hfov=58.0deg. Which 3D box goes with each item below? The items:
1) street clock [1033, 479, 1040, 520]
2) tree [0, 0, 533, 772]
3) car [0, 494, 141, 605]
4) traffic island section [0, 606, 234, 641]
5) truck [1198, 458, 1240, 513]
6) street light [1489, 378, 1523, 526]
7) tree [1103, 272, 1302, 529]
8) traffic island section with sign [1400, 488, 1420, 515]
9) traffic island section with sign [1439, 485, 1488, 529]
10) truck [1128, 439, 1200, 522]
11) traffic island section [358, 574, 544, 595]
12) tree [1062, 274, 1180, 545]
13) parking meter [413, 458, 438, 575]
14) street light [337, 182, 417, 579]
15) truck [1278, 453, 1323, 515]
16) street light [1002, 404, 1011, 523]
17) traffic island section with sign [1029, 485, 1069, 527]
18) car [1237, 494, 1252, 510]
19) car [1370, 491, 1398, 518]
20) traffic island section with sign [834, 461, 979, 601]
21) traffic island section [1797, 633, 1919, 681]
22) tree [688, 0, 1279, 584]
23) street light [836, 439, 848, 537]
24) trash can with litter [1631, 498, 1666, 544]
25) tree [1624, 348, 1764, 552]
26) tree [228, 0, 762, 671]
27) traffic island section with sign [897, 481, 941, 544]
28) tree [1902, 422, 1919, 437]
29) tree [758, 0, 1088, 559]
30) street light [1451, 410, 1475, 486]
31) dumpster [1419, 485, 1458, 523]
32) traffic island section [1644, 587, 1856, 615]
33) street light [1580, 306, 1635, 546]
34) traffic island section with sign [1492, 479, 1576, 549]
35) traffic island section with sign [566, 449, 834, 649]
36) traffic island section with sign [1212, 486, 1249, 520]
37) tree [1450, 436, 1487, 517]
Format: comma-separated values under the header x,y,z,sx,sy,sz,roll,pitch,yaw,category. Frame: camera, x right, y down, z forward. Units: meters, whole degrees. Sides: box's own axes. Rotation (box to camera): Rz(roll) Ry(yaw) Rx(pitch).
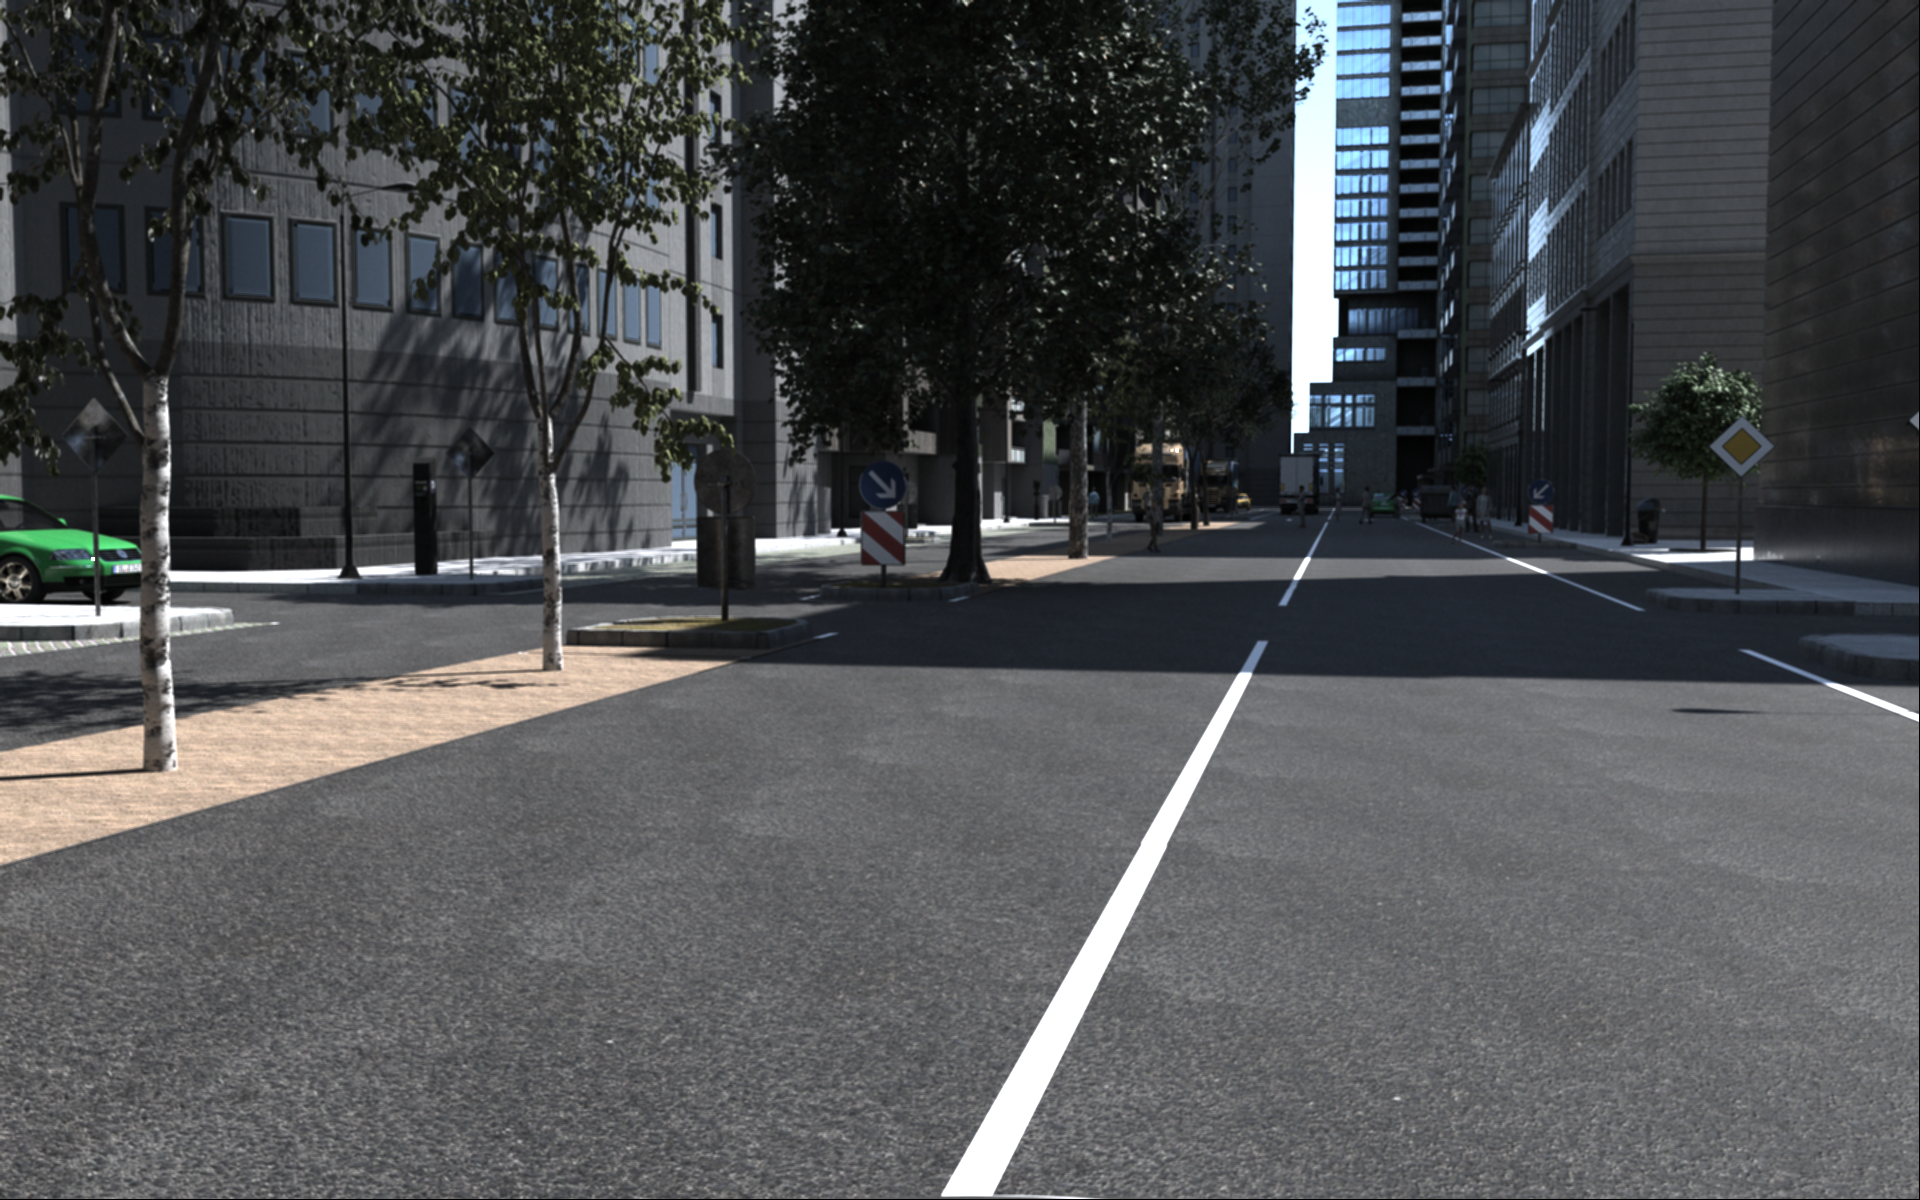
x,y,z,sx,sy,sz,roll,pitch,yaw,category
3.798,-4.971,85.849,0.358,2.002,0.471,-1,4,-10,street clock
-4.096,-3.431,8.921,4.360,8.622,3.978,0,3,0,tree
-13.020,-0.855,22.782,4.718,1.807,1.959,1,4,12,car
-9.074,0.250,18.195,2.009,0.180,2.903,1,4,12,traffic island section
20.492,-9.087,137.485,2.839,4.237,11.283,1,4,14,truck
21.911,-5.934,69.557,1.470,5.913,1.316,1,4,12,street light
9.633,-8.176,70.540,8.767,10.594,7.601,1,4,12,tree
31.924,-6.906,121.546,1.989,1.847,2.006,1,4,12,traffic island section with sign
21.105,-3.908,72.521,1.989,1.847,2.006,1,4,12,traffic island section with sign
10.850,-6.237,90.887,2.839,4.237,11.283,1,4,13,truck
-7.352,-0.227,25.993,2.009,0.180,2.903,1,4,12,traffic island section
4.181,-5.826,48.082,4.737,8.622,4.395,0,3,0,tree
-8.503,-1.335,27.539,0.255,1.863,0.399,0,4,2,parking meter
-8.761,-3.273,26.058,1.470,5.913,1.316,1,4,12,street light
24.455,-8.288,124.418,2.839,4.237,11.283,1,4,14,truck
2.619,-6.411,77.359,1.470,5.913,1.316,1,4,12,street light
4.191,-4.165,76.725,1.989,1.847,2.006,1,4,12,traffic island section with sign
25.045,-8.843,154.813,2.015,1.641,3.980,1,4,10,car
26.134,-5.995,106.806,1.959,1.807,4.718,1,4,12,car
-0.913,-0.984,24.226,2.006,1.907,1.989,1,4,12,traffic island section with sign
8.251,0.483,14.380,2.009,0.180,2.903,1,4,12,traffic island section
0.123,-6.610,27.546,9.611,12.733,9.660,0,3,0,tree
-3.021,-4.846,51.779,1.470,5.913,1.316,1,4,12,street light
17.763,-2.041,44.762,0.624,1.170,1.055,3,5,39,trash can with litter
16.801,-3.374,38.884,4.285,4.588,4.351,0,3,0,tree
-3.302,-3.711,13.498,4.737,8.622,4.395,0,3,0,tree
-1.626,-2.555,50.403,1.989,1.847,2.006,1,4,12,traffic island section with sign
12.137,-1.564,20.176,1.663,3.219,1.824,0,3,0,tree
1.609,-11.034,38.747,12.611,20.169,13.585,0,3,0,tree
27.646,-7.498,95.127,1.470,5.913,1.316,1,4,12,street light
23.788,-4.762,86.080,1.865,1.857,1.264,1,4,12,dumpster
9.972,0.006,22.178,2.009,0.180,2.903,1,4,12,traffic island section
16.031,-4.303,42.902,1.470,5.913,1.316,1,4,12,street light
15.290,-2.298,46.198,1.989,1.847,2.006,1,4,12,traffic island section with sign
-2.519,-0.542,16.994,2.006,1.907,1.989,1,4,12,traffic island section with sign
15.278,-5.472,97.606,2.006,1.907,1.989,1,4,12,traffic island section with sign
29.639,-7.036,98.751,4.285,4.588,4.351,0,3,0,tree
